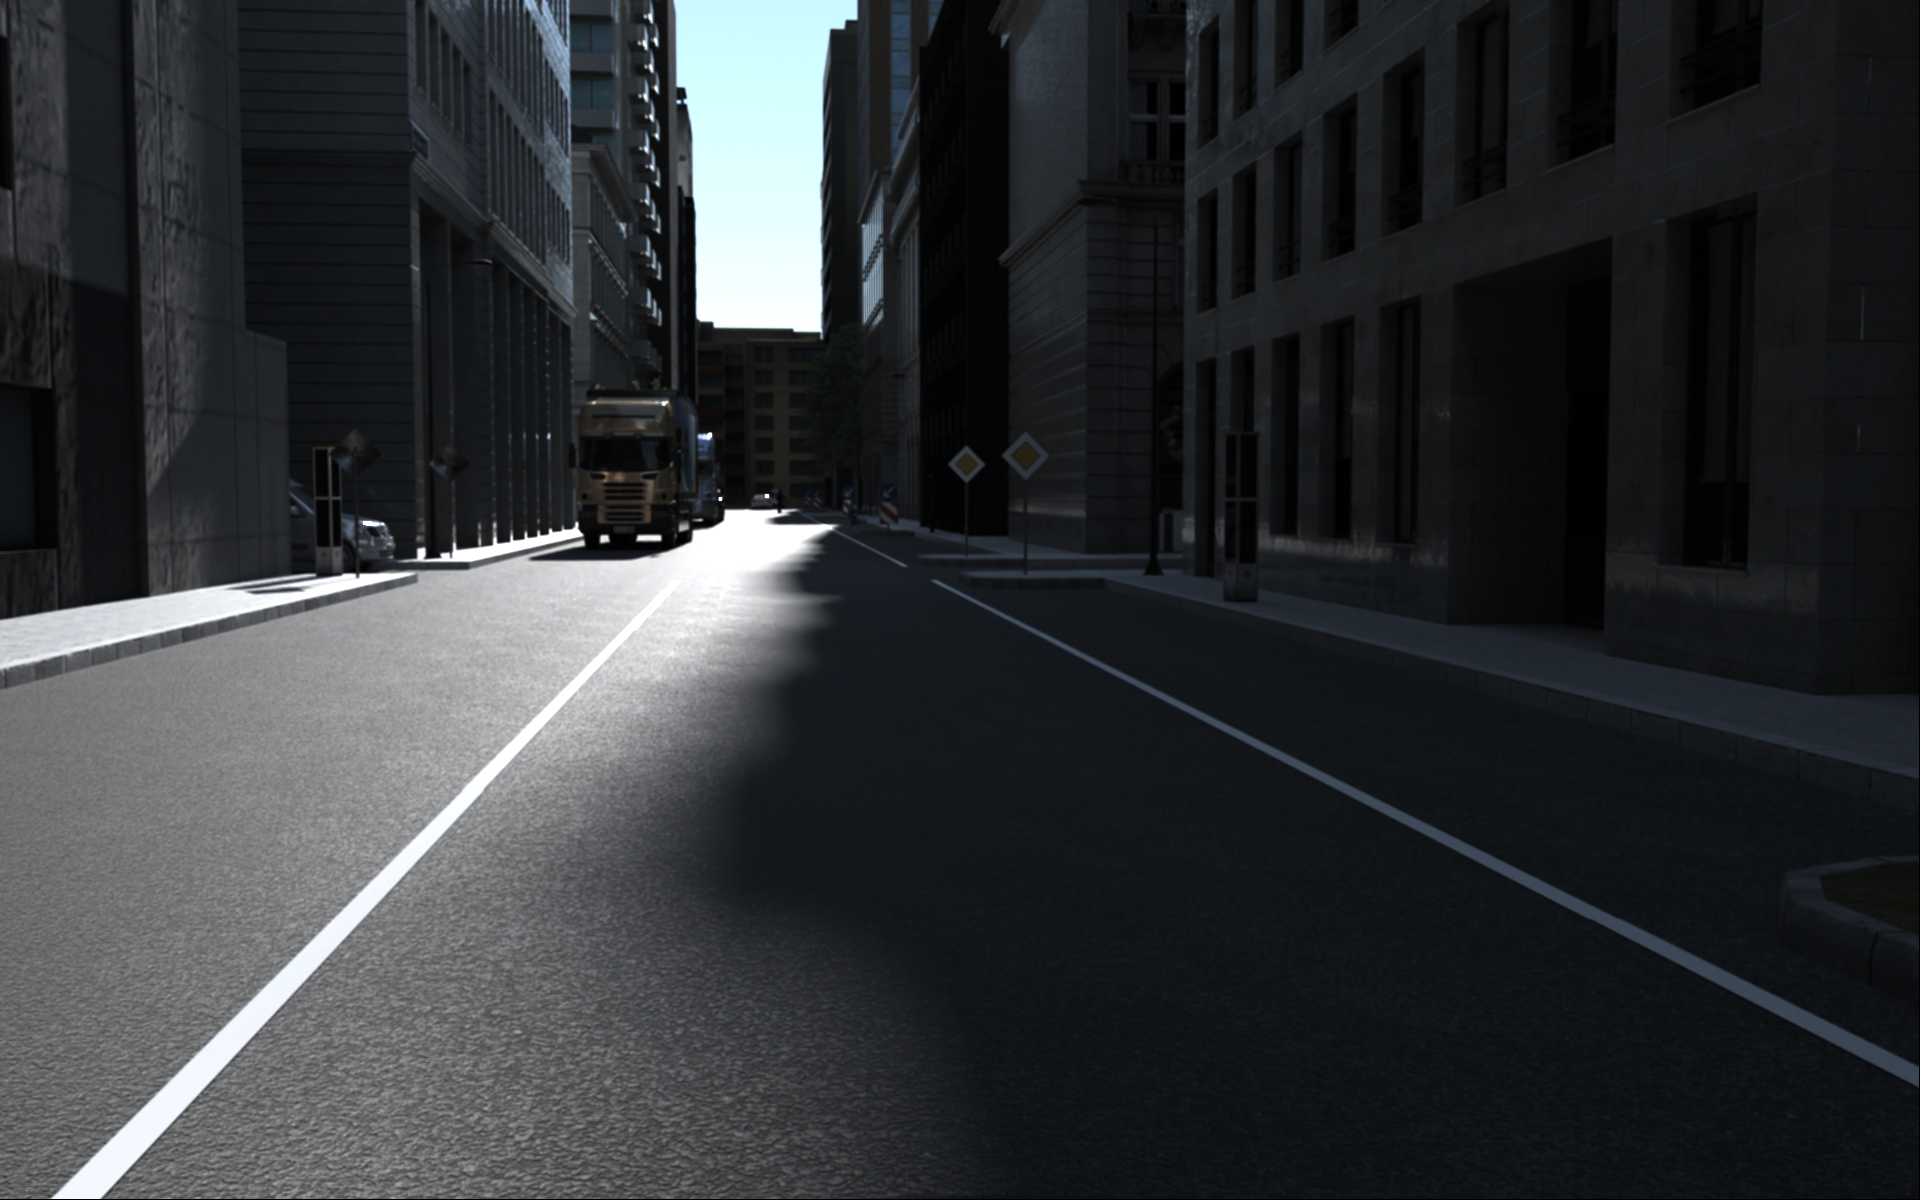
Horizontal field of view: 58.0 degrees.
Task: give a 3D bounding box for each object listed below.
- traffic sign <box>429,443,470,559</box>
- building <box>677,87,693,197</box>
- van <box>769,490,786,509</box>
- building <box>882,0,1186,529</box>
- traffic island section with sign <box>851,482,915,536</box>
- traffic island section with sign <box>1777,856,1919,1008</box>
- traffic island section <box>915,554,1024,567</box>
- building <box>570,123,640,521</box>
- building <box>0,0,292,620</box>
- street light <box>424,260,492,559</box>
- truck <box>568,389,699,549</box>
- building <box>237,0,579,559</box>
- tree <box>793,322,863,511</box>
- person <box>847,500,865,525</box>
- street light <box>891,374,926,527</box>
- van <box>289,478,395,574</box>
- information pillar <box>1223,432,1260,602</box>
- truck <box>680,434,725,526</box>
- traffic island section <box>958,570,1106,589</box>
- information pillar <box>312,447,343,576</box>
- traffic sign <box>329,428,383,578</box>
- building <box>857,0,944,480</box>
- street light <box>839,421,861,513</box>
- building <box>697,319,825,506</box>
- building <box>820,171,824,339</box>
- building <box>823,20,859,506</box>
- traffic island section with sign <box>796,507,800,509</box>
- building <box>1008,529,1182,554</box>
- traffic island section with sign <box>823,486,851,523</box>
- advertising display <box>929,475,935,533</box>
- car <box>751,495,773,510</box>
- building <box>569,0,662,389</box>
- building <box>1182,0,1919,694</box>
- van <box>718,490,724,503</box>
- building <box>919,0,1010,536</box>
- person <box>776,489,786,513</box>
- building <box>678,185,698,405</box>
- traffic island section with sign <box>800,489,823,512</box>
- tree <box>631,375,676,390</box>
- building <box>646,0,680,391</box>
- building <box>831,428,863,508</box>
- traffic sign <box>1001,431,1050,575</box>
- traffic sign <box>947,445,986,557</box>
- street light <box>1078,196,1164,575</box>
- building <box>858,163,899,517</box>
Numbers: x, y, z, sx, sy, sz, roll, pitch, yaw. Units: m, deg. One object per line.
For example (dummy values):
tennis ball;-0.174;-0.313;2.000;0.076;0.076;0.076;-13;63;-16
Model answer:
traffic sign;-10.098;-1.876;34.315;0.795;2.450;0.064;0;4;-6
building;-34.091;-30.107;175.840;14.086;41.232;14.154;0;4;-6
van;-18.285;-10.121;172.495;2.013;2.044;4.112;0;4;-7
building;3.821;-14.642;81.200;13.314;21.916;24.055;0;4;-6
traffic island section with sign;-2.636;-3.143;60.020;1.989;1.847;2.006;0;4;-6
traffic island section with sign;3.635;0.215;5.111;1.989;1.847;2.006;0;4;-6
traffic island section;0.154;-0.811;35.538;2.009;0.180;2.903;0;4;-6
building;-21.949;-14.162;82.464;10.553;20.767;40.483;0;4;-6
building;-19.908;-35.250;14.597;20.611;71.187;20.563;0;4;-6
street light;-9.971;-3.786;34.435;1.470;5.913;1.316;0;4;-6
truck;-8.928;-3.653;48.640;2.839;4.237;11.283;0;4;-5
building;-17.752;-16.506;47.362;11.434;29.767;29.804;0;4;-6
tree;-7.349;-12.036;114.912;7.486;12.596;7.792;0;3;0
person;-4.881;-4.008;79.530;0.738;1.151;1.012;-1;4;-23
street light;-1.958;-5.779;67.034;1.470;5.913;1.316;0;4;-6
van;-12.281;-1.466;30.978;4.112;2.044;2.013;0;4;-5
information pillar;3.347;-0.986;20.607;0.304;2.012;0.304;-2;4;-23
truck;-12.816;-5.729;83.423;2.967;4.110;18.799;0;4;-6
traffic island section;1.060;-0.326;27.604;2.009;0.180;2.903;0;4;-6
information pillar;-9.899;-1.384;27.127;0.304;2.012;0.304;1;4;13
traffic sign;-9.192;-1.391;26.381;0.795;2.450;0.064;0;4;-6
building;-0.141;-29.117;126.166;14.600;45.320;14.200;0;4;-6
street light;-6.985;-8.422;110.245;1.470;5.913;1.316;0;4;-6
building;-30.983;-22.049;205.534;28.899;21.520;27.650;0;4;-6
building;-8.962;-31.678;201.525;14.086;41.232;14.154;0;4;-6
building;-2.816;-33.772;175.867;21.300;48.544;21.600;0;4;-6
traffic island section with sign;-14.579;-9.534;164.504;1.989;1.847;2.006;0;4;-6
building;13.483;-12.328;43.367;24.055;21.916;13.314;0;4;-6
traffic island section with sign;-5.706;-4.783;86.832;1.989;1.847;2.006;0;4;-6
advertising display;-0.931;-3.214;57.766;0.123;1.923;0.974;0;4;5
car;-18.120;-8.937;158.485;2.083;1.381;4.827;0;4;-6
building;-32.900;-30.746;122.304;23.786;49.044;30.456;0;4;-6
building;9.659;-10.066;19.332;10.420;20.320;16.860;0;4;-6
van;-21.962;-8.978;153.809;2.013;2.044;4.112;0;4;-8
building;5.424;-14.115;60.461;12.332;23.373;15.834;0;4;-6
person;-13.610;-7.491;130.995;0.705;1.821;1.348;-3;4;-36
building;-31.727;-23.793;160.716;14.160;30.474;14.107;0;4;-6
traffic island section with sign;-11.417;-7.846;136.914;1.989;1.847;2.006;0;4;-6
tree;-19.252;-9.590;107.165;4.360;8.622;3.978;0;3;0
building;-30.912;-30.273;145.075;14.600;45.320;14.200;0;4;-6
building;0.588;-51.132;148.675;22.319;86.520;31.000;0;4;-6
traffic sign;1.038;-1.461;27.524;0.795;2.450;0.064;0;4;-6
traffic sign;0.132;-1.946;35.458;0.795;2.450;0.064;0;4;-6
street light;2.533;-3.347;27.266;1.470;5.913;1.316;0;4;-6
building;-0.609;-15.464;101.982;9.793;20.994;18.267;0;4;-6
